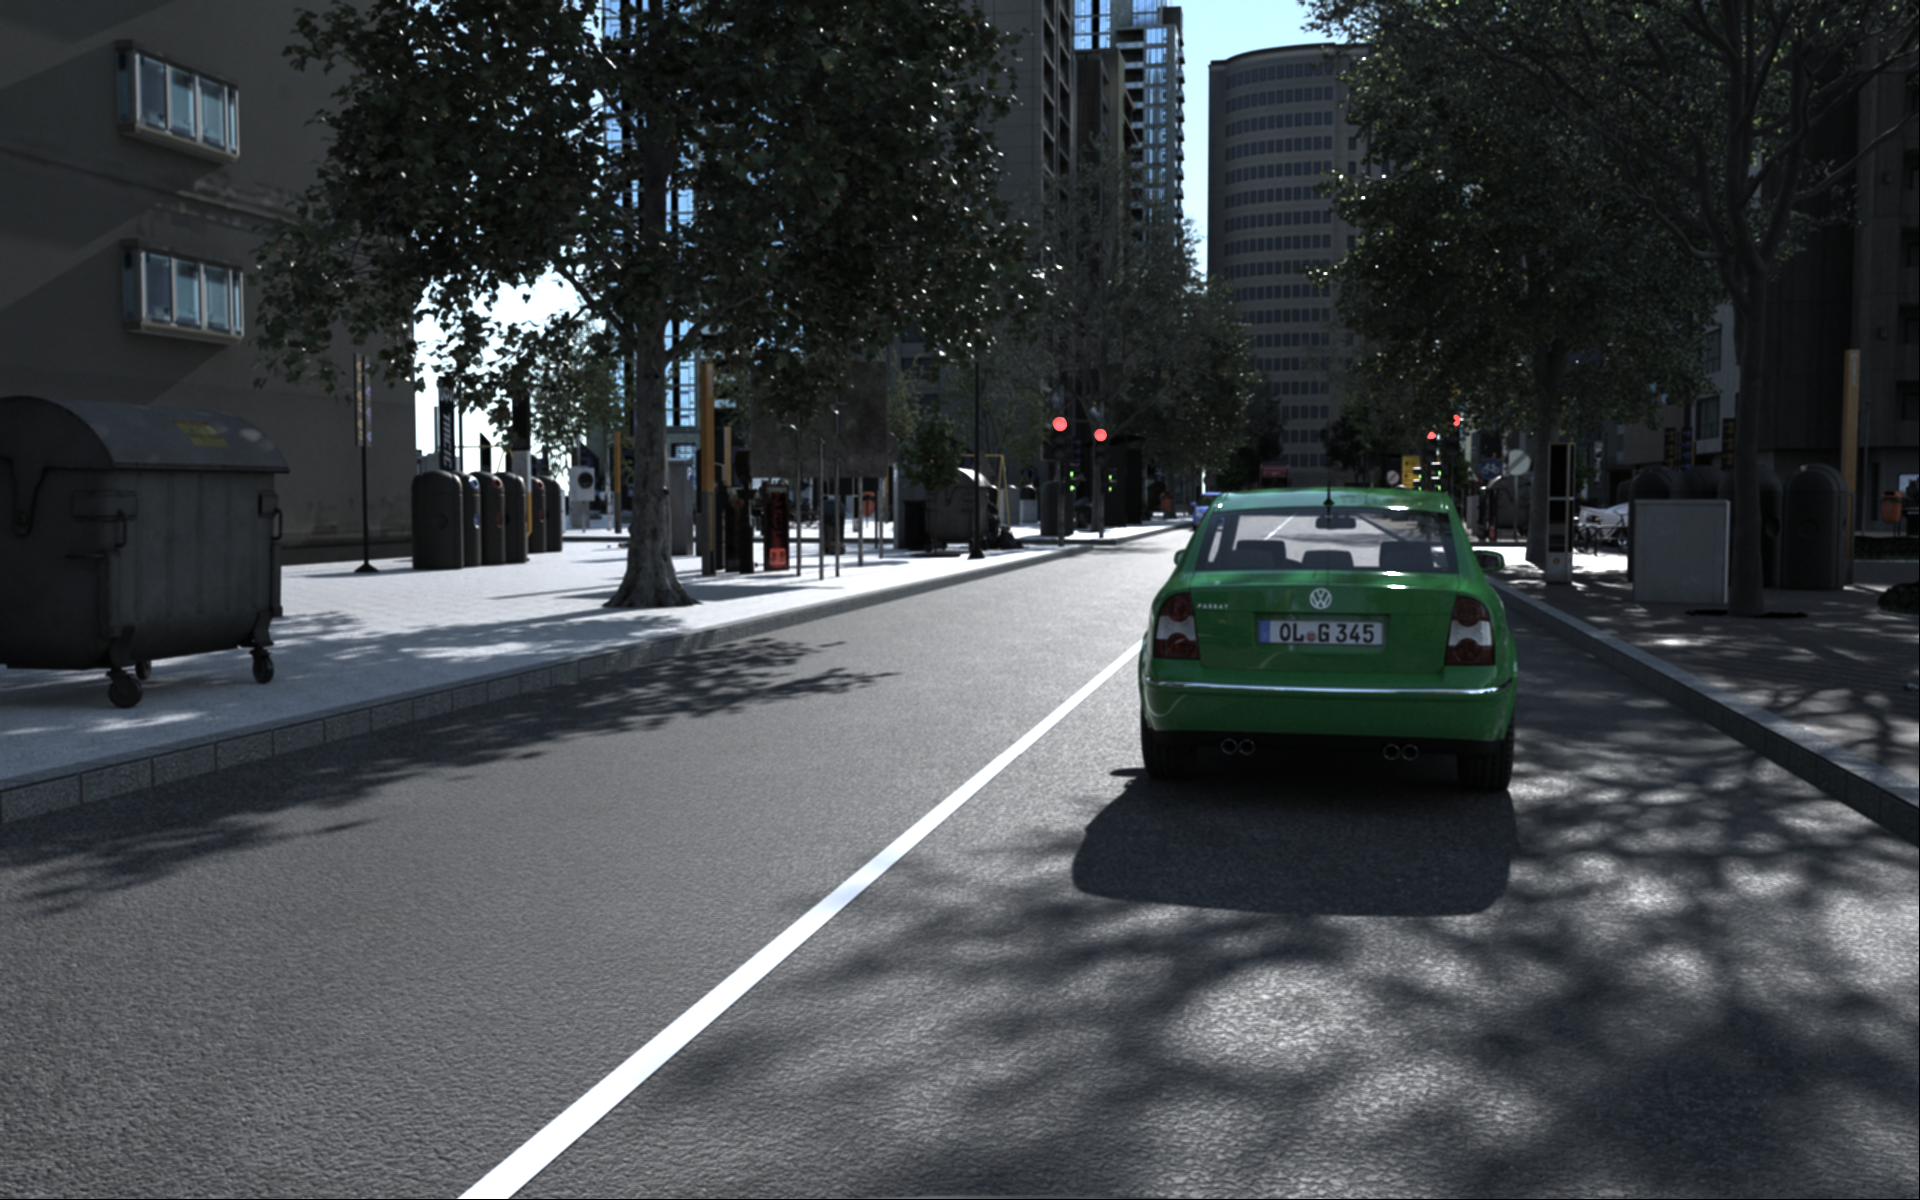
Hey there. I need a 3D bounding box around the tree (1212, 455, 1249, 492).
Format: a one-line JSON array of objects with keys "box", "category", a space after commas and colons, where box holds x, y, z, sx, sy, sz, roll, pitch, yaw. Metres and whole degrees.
[{"box": [21.542, -9.418, 137.697, 4.285, 4.588, 4.351, 0, 3, 0], "category": "tree"}]

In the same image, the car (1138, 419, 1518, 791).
[{"box": [2.126, -0.066, 9.869, 1.959, 1.807, 4.718, 1, 4, 14], "category": "car"}]

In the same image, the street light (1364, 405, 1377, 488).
[{"box": [21.632, -7.189, 90.076, 1.470, 5.913, 1.316, 1, 4, 12], "category": "street light"}]

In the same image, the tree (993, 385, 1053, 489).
[{"box": [4.453, -9.945, 112.963, 4.737, 8.622, 4.395, 0, 3, 0], "category": "tree"}]

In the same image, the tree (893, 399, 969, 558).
[{"box": [-0.640, -2.496, 35.407, 1.663, 3.219, 1.824, 0, 3, 0], "category": "tree"}]

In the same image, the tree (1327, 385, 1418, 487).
[{"box": [31.850, -11.984, 130.359, 7.601, 10.594, 8.767, 1, 4, 14], "category": "tree"}]

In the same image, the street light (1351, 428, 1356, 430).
[{"box": [28.224, -9.141, 121.997, 1.470, 5.913, 1.316, 1, 4, 12], "category": "street light"}]

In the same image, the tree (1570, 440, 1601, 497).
[{"box": [21.355, -4.031, 60.501, 1.663, 3.219, 1.824, 0, 3, 0], "category": "tree"}]

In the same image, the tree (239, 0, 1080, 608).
[{"box": [-3.444, -6.274, 19.590, 9.611, 12.733, 9.660, 0, 3, 0], "category": "tree"}]

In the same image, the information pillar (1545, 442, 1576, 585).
[{"box": [8.522, -1.229, 24.580, 0.304, 2.012, 0.304, 2, 4, 35], "category": "information pillar"}]

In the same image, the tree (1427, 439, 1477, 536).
[{"box": [14.904, -3.567, 52.916, 1.663, 3.219, 1.824, 0, 3, 0], "category": "tree"}]

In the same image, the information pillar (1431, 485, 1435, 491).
[{"box": [17.117, -3.582, 63.053, 0.304, 2.012, 0.304, 0, 4, 7], "category": "information pillar"}]

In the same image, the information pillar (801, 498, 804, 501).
[{"box": [-10.483, -7.465, 113.412, 0.504, 3.616, 0.183, -1, 4, -8], "category": "information pillar"}]

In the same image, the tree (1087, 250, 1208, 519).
[{"box": [10.788, -11.160, 89.114, 9.857, 13.997, 8.962, 0, 3, 0], "category": "tree"}]

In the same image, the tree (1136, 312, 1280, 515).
[{"box": [13.972, -11.445, 105.254, 7.486, 12.596, 7.792, 0, 3, 0], "category": "tree"}]

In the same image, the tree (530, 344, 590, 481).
[{"box": [-18.445, -7.844, 78.619, 4.360, 8.622, 3.978, 0, 3, 0], "category": "tree"}]

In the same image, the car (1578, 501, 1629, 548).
[{"box": [18.240, -1.936, 44.010, 4.827, 1.381, 2.083, 1, 4, 12], "category": "car"}]

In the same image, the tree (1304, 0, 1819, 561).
[{"box": [11.164, -7.731, 33.054, 9.857, 13.997, 8.962, 0, 3, 0], "category": "tree"}]

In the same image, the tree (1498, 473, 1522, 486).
[{"box": [25.289, -5.170, 79.132, 1.663, 3.219, 1.824, 0, 3, 0], "category": "tree"}]

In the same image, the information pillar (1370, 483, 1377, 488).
[{"box": [26.816, -6.595, 112.325, 0.304, 2.012, 0.304, -2, 4, -27], "category": "information pillar"}]

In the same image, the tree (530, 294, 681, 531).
[{"box": [-12.082, -6.737, 60.512, 4.737, 8.622, 4.395, 0, 3, 0], "category": "tree"}]

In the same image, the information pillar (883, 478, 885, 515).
[{"box": [-4.616, -6.994, 105.698, 0.504, 3.616, 0.183, 3, 4, 37], "category": "information pillar"}]

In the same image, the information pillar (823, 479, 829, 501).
[{"box": [-6.586, -4.923, 84.978, 0.304, 2.012, 0.304, 0, 4, -2], "category": "information pillar"}]

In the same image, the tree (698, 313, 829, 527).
[{"box": [-6.857, -6.583, 57.987, 4.360, 8.622, 3.978, 0, 3, 0], "category": "tree"}]

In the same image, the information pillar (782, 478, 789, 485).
[{"box": [-10.537, -6.928, 104.623, 0.504, 3.616, 0.183, 3, 5, 41], "category": "information pillar"}]

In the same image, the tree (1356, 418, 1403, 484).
[{"box": [34.740, -11.785, 143.039, 4.360, 8.622, 3.978, 0, 3, 0], "category": "tree"}]

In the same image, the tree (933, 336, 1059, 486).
[{"box": [2.059, -10.820, 102.661, 9.928, 11.665, 9.643, 0, 3, 0], "category": "tree"}]

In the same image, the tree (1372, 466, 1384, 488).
[{"box": [26.360, -6.942, 108.110, 1.663, 3.219, 1.824, 0, 3, 0], "category": "tree"}]

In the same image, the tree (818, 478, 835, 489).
[{"box": [-7.223, -9.036, 98.093, 4.737, 8.622, 4.395, 0, 3, 0], "category": "tree"}]

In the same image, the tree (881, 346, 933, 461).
[{"box": [-3.098, -8.243, 85.131, 4.360, 8.622, 3.978, 0, 3, 0], "category": "tree"}]

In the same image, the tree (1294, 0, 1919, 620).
[{"box": [8.242, -6.580, 17.953, 12.009, 13.543, 11.850, 0, 3, 0], "category": "tree"}]

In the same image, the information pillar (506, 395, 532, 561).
[{"box": [-8.382, -2.553, 33.100, 0.504, 3.616, 0.183, 3, 5, 40], "category": "information pillar"}]

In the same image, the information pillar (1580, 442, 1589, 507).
[{"box": [28.309, -5.329, 78.483, 0.183, 3.616, 0.504, -1, 4, -15], "category": "information pillar"}]

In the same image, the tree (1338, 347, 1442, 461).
[{"box": [29.112, -11.659, 116.380, 9.928, 11.665, 9.643, 0, 3, 0], "category": "tree"}]

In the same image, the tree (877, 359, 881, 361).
[{"box": [-6.256, -7.536, 73.571, 4.360, 8.622, 3.978, 0, 3, 0], "category": "tree"}]

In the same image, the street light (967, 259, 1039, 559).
[{"box": [0.858, -3.765, 34.093, 1.470, 5.913, 1.316, 1, 4, 12], "category": "street light"}]

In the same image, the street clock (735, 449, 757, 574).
[{"box": [-3.453, -1.432, 27.988, 0.358, 2.002, 0.471, 1, 4, 11], "category": "street clock"}]

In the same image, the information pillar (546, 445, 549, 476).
[{"box": [-19.504, -5.538, 81.893, 0.183, 3.616, 0.504, -1, 4, -8], "category": "information pillar"}]

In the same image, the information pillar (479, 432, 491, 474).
[{"box": [-17.931, -4.532, 65.450, 0.183, 3.616, 0.504, 2, 4, 35], "category": "information pillar"}]

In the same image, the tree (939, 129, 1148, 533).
[{"box": [4.647, -9.021, 57.864, 12.009, 13.543, 11.850, 0, 3, 0], "category": "tree"}]

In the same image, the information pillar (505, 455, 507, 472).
[{"box": [-22.140, -5.750, 85.368, 0.504, 3.616, 0.183, -1, 4, -9], "category": "information pillar"}]

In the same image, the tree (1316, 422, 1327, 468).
[{"box": [37.573, -13.827, 160.485, 8.767, 10.594, 7.601, -1, 4, -13], "category": "tree"}]

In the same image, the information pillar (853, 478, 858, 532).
[{"box": [-3.489, -3.321, 58.782, 0.304, 2.012, 0.304, 0, 4, -5], "category": "information pillar"}]

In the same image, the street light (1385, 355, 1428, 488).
[{"box": [14.999, -5.220, 57.892, 1.470, 5.913, 1.316, 1, 4, 12], "category": "street light"}]

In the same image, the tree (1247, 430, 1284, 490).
[{"box": [31.451, -15.482, 187.540, 8.767, 10.594, 7.601, 3, 4, 36], "category": "tree"}]

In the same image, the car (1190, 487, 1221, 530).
[{"box": [10.210, -3.649, 69.250, 1.945, 1.707, 3.694, 1, 4, 10], "category": "car"}]

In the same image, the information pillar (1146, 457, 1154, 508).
[{"box": [10.819, -6.563, 98.660, 0.504, 3.616, 0.183, -1, 4, -16], "category": "information pillar"}]
